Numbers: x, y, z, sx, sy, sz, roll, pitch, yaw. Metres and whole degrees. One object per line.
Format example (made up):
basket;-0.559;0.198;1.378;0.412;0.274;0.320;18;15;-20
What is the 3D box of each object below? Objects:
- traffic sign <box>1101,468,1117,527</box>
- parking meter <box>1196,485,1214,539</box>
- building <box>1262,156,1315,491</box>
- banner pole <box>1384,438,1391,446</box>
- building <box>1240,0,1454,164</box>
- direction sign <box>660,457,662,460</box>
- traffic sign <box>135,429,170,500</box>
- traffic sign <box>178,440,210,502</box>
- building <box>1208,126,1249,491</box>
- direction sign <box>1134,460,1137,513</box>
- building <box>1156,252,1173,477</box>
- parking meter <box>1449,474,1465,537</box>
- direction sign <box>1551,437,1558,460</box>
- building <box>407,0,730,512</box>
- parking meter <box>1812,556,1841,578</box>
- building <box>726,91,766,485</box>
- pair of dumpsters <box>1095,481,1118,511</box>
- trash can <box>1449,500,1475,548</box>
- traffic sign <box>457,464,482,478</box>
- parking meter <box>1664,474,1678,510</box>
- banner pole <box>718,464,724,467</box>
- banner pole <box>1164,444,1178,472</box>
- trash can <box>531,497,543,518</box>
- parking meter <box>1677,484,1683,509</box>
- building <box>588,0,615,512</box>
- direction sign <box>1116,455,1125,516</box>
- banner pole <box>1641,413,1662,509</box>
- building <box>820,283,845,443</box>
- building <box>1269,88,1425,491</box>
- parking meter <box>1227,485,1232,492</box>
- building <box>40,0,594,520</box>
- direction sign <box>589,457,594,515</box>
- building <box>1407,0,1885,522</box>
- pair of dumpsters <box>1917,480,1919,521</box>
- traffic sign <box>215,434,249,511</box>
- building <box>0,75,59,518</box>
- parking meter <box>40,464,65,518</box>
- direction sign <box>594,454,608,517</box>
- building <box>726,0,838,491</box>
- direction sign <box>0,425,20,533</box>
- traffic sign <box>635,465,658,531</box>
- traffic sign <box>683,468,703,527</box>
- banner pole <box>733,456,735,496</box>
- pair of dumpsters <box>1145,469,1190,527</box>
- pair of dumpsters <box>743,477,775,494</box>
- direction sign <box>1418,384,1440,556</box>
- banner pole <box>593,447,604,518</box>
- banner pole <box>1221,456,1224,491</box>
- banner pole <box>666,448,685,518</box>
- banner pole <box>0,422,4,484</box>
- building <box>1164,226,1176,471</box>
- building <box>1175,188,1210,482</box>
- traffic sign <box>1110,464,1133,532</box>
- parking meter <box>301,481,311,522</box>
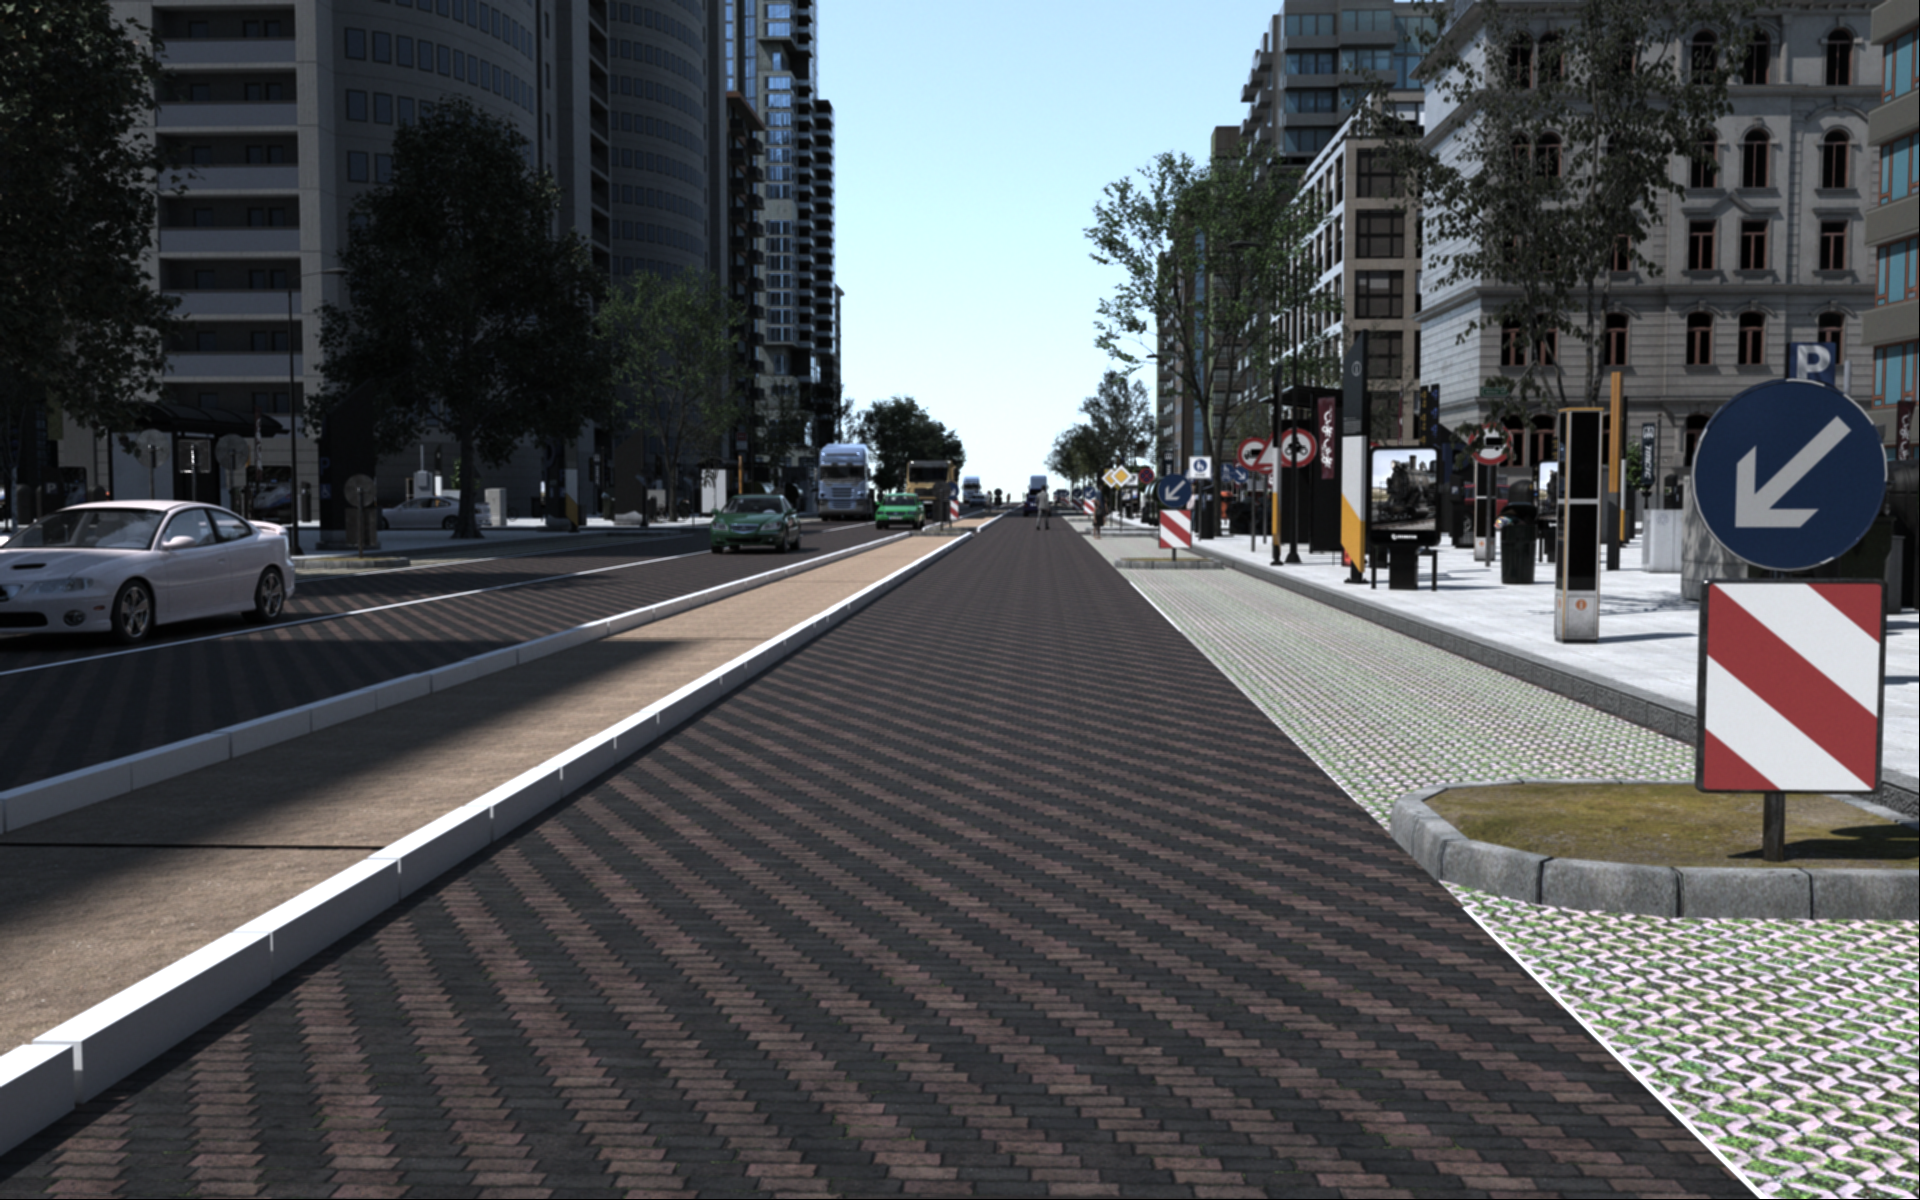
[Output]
traffic sign;5.810;-3.847;66.540;0.795;2.450;0.064;0;4;3
parking meter;7.018;-2.490;49.120;0.372;1.533;0.369;0;3;0
building;33.228;-23.179;150.680;14.160;30.474;14.107;0;4;3
banner pole;19.232;-5.382;78.010;0.401;3.779;0.863;3;4;36
building;39.791;-33.800;172.242;23.786;49.044;30.456;0;4;3
direction sign;-18.118;-6.906;104.911;0.379;3.537;0.876;0;4;-1
traffic sign;-15.805;-2.065;33.876;0.768;2.556;0.104;0;4;8
traffic sign;-14.482;-1.874;32.774;0.606;2.300;0.079;0;4;4
building;34.975;-31.290;195.179;14.154;41.232;14.086;0;4;3
direction sign;11.773;-7.600;116.259;0.379;3.537;0.876;1;4;12
building;40.099;-37.246;292.565;14.154;41.232;14.086;0;4;3
parking meter;14.744;-2.793;51.375;0.399;1.863;0.255;3;5;43
direction sign;23.655;-4.672;68.386;0.379;3.537;0.876;-2;4;-24
building;-33.973;-37.597;156.706;21.231;58.520;28.212;0;4;3
parking meter;7.580;-0.422;15.305;0.372;1.533;0.369;0;3;0
building;-33.009;-32.491;185.846;22.147;44.769;28.867;0;4;3
pair of dumpsters;11.066;-7.842;130.706;1.574;2.255;4.437;0;4;3
trash can;11.971;-1.796;41.019;0.748;1.137;0.748;0;3;0
traffic sign;-16.475;-3.557;58.162;0.884;2.594;0.081;0;4;5
parking meter;20.890;-2.766;50.934;0.399;1.863;0.255;-3;5;-45
banner pole;-17.098;-8.273;125.284;0.863;3.779;0.401;-1;4;-8
banner pole;10.700;-5.964;87.536;0.863;3.779;0.401;1;4;17
trash can;-22.727;-4.983;93.117;0.748;1.137;0.748;0;3;0
parking meter;18.328;-2.166;43.822;0.372;1.533;0.369;0;3;0
building;-35.134;-42.244;128.935;20.563;71.187;20.611;0;4;3
direction sign;9.365;-6.676;101.146;0.379;3.537;0.876;-2;4;-26
banner pole;21.355;-3.880;53.448;0.401;3.779;0.863;-2;4;-29
building;-32.537;-36.311;285.562;32.217;40.220;23.993;0;4;3
building;34.022;-19.504;123.401;19.350;26.468;34.151;0;4;3
parking meter;16.266;-6.065;104.873;0.255;1.863;0.399;-3;5;-43
building;-34.758;-33.940;96.920;21.231;58.520;28.212;0;4;3
direction sign;-22.701;-7.063;107.481;0.379;3.537;0.876;2;4;28
building;35.292;-18.213;85.178;23.554;28.519;14.401;0;4;3
pair of dumpsters;7.852;-0.506;10.770;1.574;2.255;4.437;0;4;3
traffic sign;-15.415;-2.237;36.677;0.768;2.556;0.104;0;4;6
building;-65.563;-47.692;92.435;31.000;86.520;22.319;0;4;3
parking meter;-17.968;-1.750;34.326;0.399;1.863;0.255;-1;4;-23
direction sign;-20.317;-6.529;98.750;0.379;3.537;0.876;-3;5;-41
building;-29.059;-57.704;256.124;22.319;86.520;31.000;0;4;3
direction sign;-31.440;-3.977;57.027;0.876;3.537;0.379;-1;4;-20
traffic sign;-10.731;-3.405;59.319;0.795;2.450;0.064;0;4;3
traffic sign;-10.367;-3.893;67.296;0.795;2.450;0.064;0;4;3
banner pole;-14.973;-7.623;114.655;0.401;3.779;0.863;0;4;2
pair of dumpsters;8.202;-4.025;68.308;1.574;2.255;4.437;0;4;3
pair of dumpsters;-11.363;-5.809;97.468;1.574;2.255;4.437;0;4;3
direction sign;9.737;-2.692;36.012;0.379;3.537;0.876;-1;4;-9
banner pole;-19.117;-6.233;91.923;0.401;3.779;0.863;3;5;42
banner pole;17.100;-7.547;113.405;0.401;3.779;0.863;3;5;43
banner pole;-15.656;-6.396;94.587;0.863;3.779;0.401;-2;4;-33
banner pole;-29.486;-3.835;52.713;0.401;3.779;0.863;2;4;32
building;43.631;-39.743;269.413;23.786;49.044;30.456;0;4;3
building;38.253;-36.518;247.172;14.600;45.320;14.200;0;4;3
traffic sign;5.446;-3.359;58.563;0.795;2.450;0.064;0;4;3
parking meter;-29.692;-4.462;78.667;0.399;1.863;0.255;2;4;30
